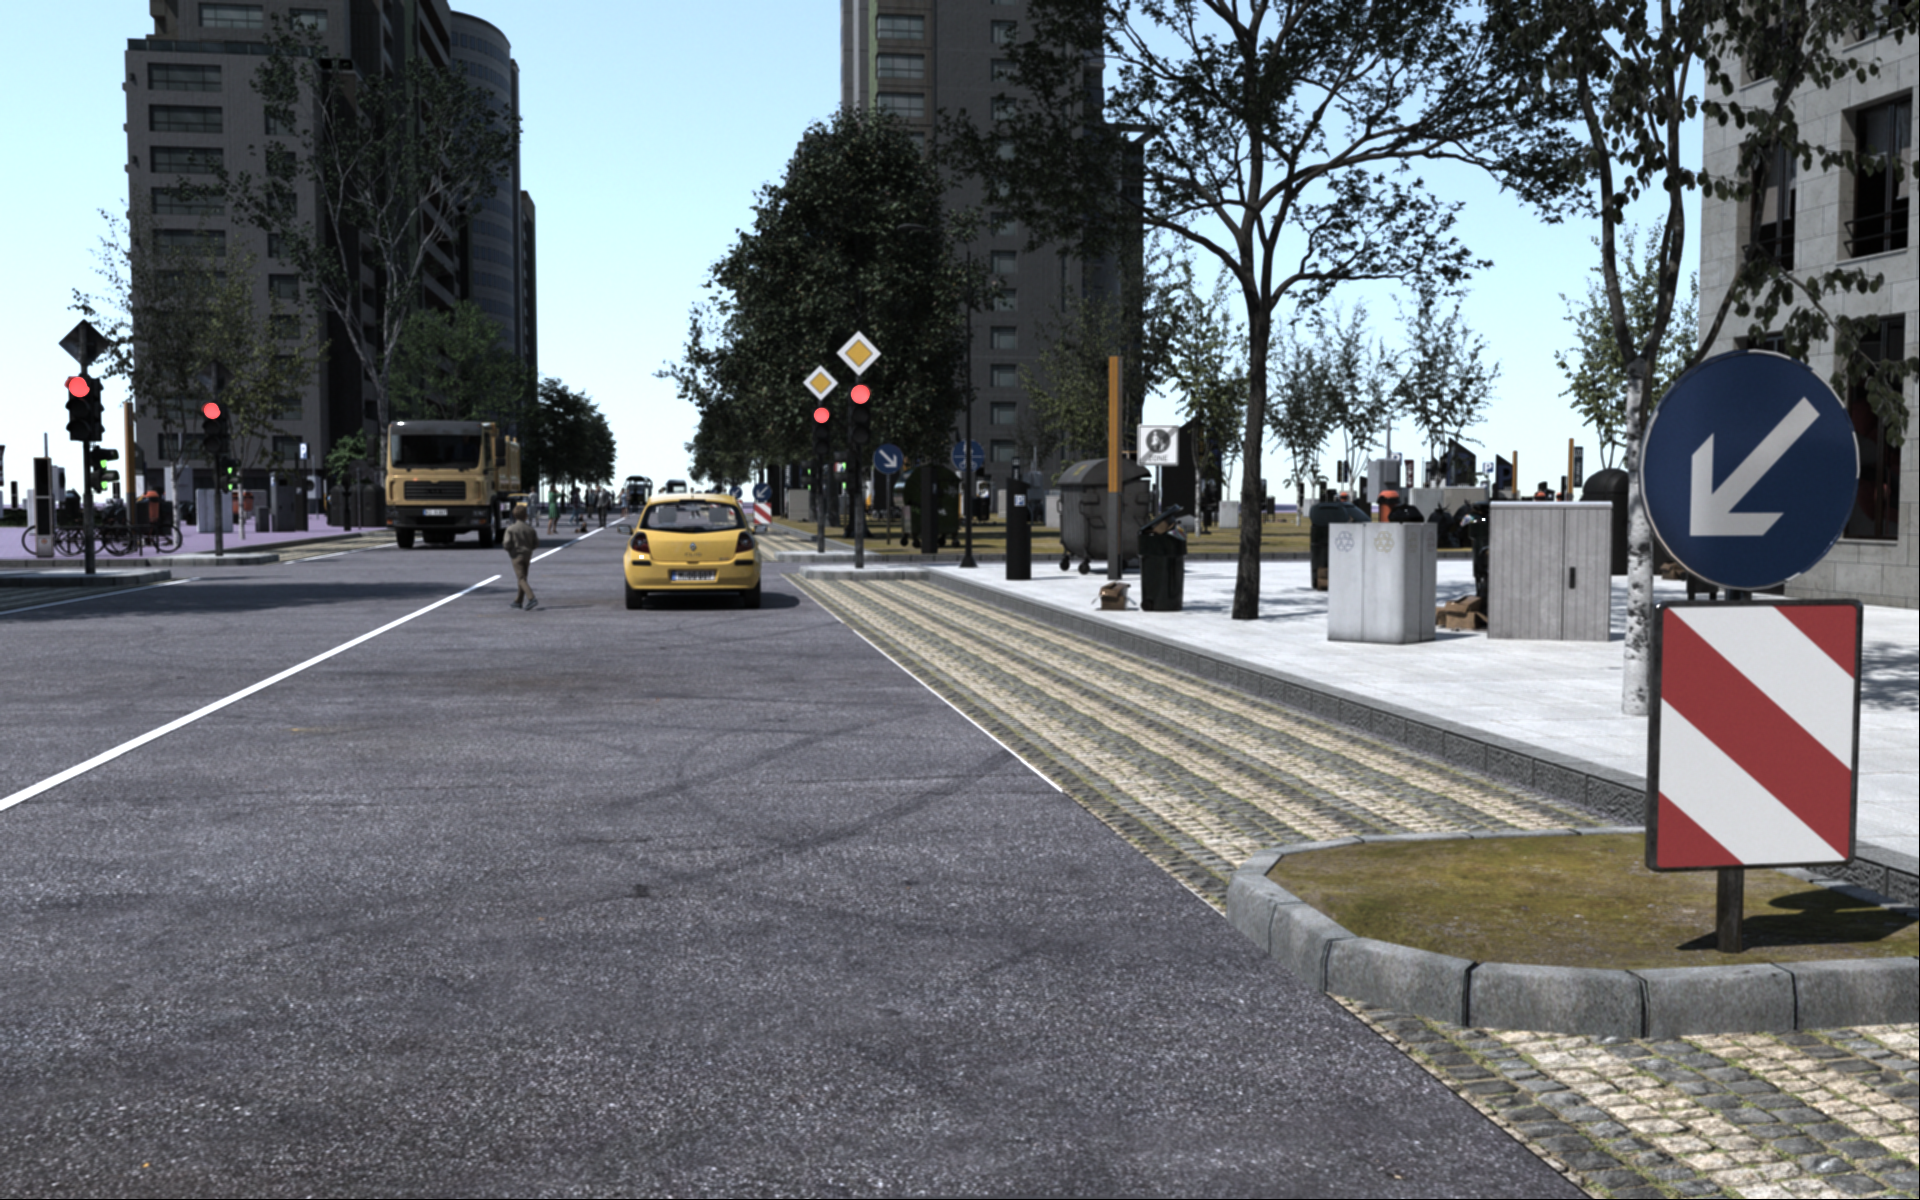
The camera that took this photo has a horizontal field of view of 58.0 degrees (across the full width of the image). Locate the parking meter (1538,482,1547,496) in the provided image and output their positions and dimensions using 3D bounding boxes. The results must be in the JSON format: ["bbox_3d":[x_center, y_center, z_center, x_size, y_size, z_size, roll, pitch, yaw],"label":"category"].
[{"bbox_3d":[27.258,-4.610,81.078,0.399,1.863,0.255,-2,4,-34],"label":"parking meter"}]

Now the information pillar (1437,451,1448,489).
[{"bbox_3d":[25.768,-6.162,92.104,0.504,3.616,0.183,1,4,23],"label":"information pillar"}]

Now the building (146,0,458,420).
[{"bbox_3d":[-54.760,-31.908,145.390,21.300,48.544,21.600,-1,4,-9],"label":"building"}]

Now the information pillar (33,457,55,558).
[{"bbox_3d":[-18.409,-1.854,34.805,0.304,2.012,0.304,-1,4,-22],"label":"information pillar"}]

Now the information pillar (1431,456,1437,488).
[{"bbox_3d":[28.295,-6.847,103.307,0.504,3.616,0.183,3,5,42],"label":"information pillar"}]

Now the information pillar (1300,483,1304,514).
[{"bbox_3d":[22.107,-6.576,112.008,0.304,2.012,0.304,0,4,8],"label":"information pillar"}]

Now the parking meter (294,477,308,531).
[{"bbox_3d":[-22.963,-3.341,60.343,0.399,1.863,0.255,1,4,12],"label":"parking meter"}]

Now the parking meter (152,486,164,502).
[{"bbox_3d":[-26.737,-3.019,57.778,0.372,1.533,0.369,0,3,0],"label":"parking meter"}]

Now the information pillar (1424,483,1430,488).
[{"bbox_3d":[31.406,-6.858,116.617,0.304,2.012,0.304,0,4,-5],"label":"information pillar"}]

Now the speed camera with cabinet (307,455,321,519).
[{"bbox_3d":[-33.417,-5.708,87.662,2.038,3.252,0.660,1,4,10],"label":"speed camera with cabinet"}]

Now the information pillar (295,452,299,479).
[{"bbox_3d":[-36.891,-6.428,96.459,0.183,3.616,0.504,0,4,-8],"label":"information pillar"}]

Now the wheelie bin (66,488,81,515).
[{"bbox_3d":[-43.427,-4.706,84.848,0.693,1.594,0.980,-2,4,-25],"label":"wheelie bin"}]

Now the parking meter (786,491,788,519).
[{"bbox_3d":[-8.714,-4.914,88.749,0.372,1.533,0.369,0,3,0],"label":"parking meter"}]

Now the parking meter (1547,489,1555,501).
[{"bbox_3d":[29.278,-4.749,86.055,0.372,1.533,0.369,0,3,0],"label":"parking meter"}]

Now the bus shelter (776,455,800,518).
[{"bbox_3d":[-8.775,-7.096,93.647,2.179,5.291,8.768,-1,4,-9],"label":"bus shelter"}]

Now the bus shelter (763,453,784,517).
[{"bbox_3d":[-10.666,-6.745,101.570,1.731,3.624,6.357,-1,4,-9],"label":"bus shelter"}]

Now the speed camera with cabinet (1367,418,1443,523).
[{"bbox_3d":[11.655,-3.118,45.316,2.038,3.252,0.660,-1,4,-22],"label":"speed camera with cabinet"}]

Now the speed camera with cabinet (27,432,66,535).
[{"bbox_3d":[-29.037,-3.713,55.050,0.660,3.252,2.038,-1,4,-11],"label":"speed camera with cabinet"}]

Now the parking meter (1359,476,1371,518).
[{"bbox_3d":[13.075,-3.063,55.795,0.399,1.863,0.255,0,4,6],"label":"parking meter"}]

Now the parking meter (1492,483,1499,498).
[{"bbox_3d":[27.983,-5.191,90.592,0.255,1.863,0.399,0,4,1],"label":"parking meter"}]

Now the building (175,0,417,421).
[{"bbox_3d":[-48.486,-27.217,128.590,14.154,41.232,14.086,-1,4,-9],"label":"building"}]

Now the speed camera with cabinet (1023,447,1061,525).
[{"bbox_3d":[3.624,-4.800,72.821,2.038,3.252,0.660,-2,4,-32],"label":"speed camera with cabinet"}]

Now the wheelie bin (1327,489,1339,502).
[{"bbox_3d":[23.921,-6.324,111.301,0.980,1.594,0.693,-1,4,-12],"label":"wheelie bin"}]

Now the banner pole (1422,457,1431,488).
[{"bbox_3d":[31.536,-7.778,117.186,0.863,3.779,0.401,0,3,0],"label":"banner pole"}]

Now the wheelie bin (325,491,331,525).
[{"bbox_3d":[-25.633,-3.860,71.019,0.693,1.594,0.980,-1,4,-14],"label":"wheelie bin"}]

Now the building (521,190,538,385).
[{"bbox_3d":[-67.965,-36.523,247.254,14.600,45.320,14.200,-1,4,-9],"label":"building"}]

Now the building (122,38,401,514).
[{"bbox_3d":[-45.578,-20.983,114.773,14.160,30.474,14.107,-1,4,-9],"label":"building"}]

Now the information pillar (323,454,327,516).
[{"bbox_3d":[-36.725,-6.657,100.193,0.183,3.616,0.504,-1,4,-14],"label":"information pillar"}]

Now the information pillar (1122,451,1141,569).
[{"bbox_3d":[2.911,-1.551,29.851,0.304,2.012,0.304,-3,4,-36],"label":"information pillar"}]

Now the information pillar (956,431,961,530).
[{"bbox_3d":[-0.058,-4.321,62.007,0.183,3.616,0.504,-1,4,-13],"label":"information pillar"}]

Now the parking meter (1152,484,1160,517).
[{"bbox_3d":[10.850,-5.512,95.834,0.399,1.863,0.255,1,4,17],"label":"parking meter"}]

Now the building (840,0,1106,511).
[{"bbox_3d":[0.634,-36.800,143.680,21.231,58.520,28.212,-1,4,-9],"label":"building"}]

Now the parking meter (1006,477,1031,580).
[{"bbox_3d":[0.877,-1.070,25.899,0.372,1.533,0.369,0,3,0],"label":"parking meter"}]

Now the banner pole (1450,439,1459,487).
[{"bbox_3d":[22.123,-5.352,77.523,0.401,3.779,0.863,3,5,41],"label":"banner pole"}]

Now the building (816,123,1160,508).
[{"bbox_3d":[1.222,-29.310,171.094,32.217,40.220,23.993,-1,4,-9],"label":"building"}]

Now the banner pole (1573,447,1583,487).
[{"bbox_3d":[28.452,-5.513,80.150,0.863,3.779,0.401,-1,4,-12],"label":"banner pole"}]

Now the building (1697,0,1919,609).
[{"bbox_3d":[16.398,-9.827,15.427,10.420,20.320,16.860,-1,4,-9],"label":"building"}]

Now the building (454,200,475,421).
[{"bbox_3d":[-54.101,-24.035,164.677,14.160,30.474,14.107,-1,4,-9],"label":"building"}]

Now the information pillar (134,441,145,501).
[{"bbox_3d":[-36.407,-5.227,76.816,0.504,3.616,0.183,1,4,13],"label":"information pillar"}]

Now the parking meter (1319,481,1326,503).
[{"bbox_3d":[16.117,-4.357,76.950,0.255,1.863,0.399,0,4,5],"label":"parking meter"}]

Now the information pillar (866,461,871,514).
[{"bbox_3d":[-5.805,-7.246,109.823,0.183,3.616,0.504,-3,5,-40],"label":"information pillar"}]

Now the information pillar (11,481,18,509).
[{"bbox_3d":[-53.464,-5.716,97.943,0.304,2.012,0.304,-1,4,-20],"label":"information pillar"}]

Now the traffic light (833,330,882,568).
[{"bbox_3d":[-1.759,-2.502,29.823,0.839,4.253,0.868,-1,4,-9],"label":"traffic light"}]

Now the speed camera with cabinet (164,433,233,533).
[{"bbox_3d":[-24.970,-3.821,56.809,0.660,3.252,2.038,3,4,37],"label":"speed camera with cabinet"}]

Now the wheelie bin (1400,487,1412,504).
[{"bbox_3d":[20.290,-4.349,79.021,0.980,1.594,0.693,0,4,-3],"label":"wheelie bin"}]

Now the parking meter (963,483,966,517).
[{"bbox_3d":[0.387,-5.471,95.155,0.255,1.863,0.399,2,4,34],"label":"parking meter"}]

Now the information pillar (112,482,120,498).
[{"bbox_3d":[-50.697,-6.092,104.101,0.304,2.012,0.304,1,4,13],"label":"information pillar"}]

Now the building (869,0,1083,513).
[{"bbox_3d":[0.407,-26.823,122.146,14.154,41.232,14.086,-1,4,-9],"label":"building"}]

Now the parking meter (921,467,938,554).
[{"bbox_3d":[-0.654,-1.929,37.247,0.255,1.863,0.399,1,4,22],"label":"parking meter"}]

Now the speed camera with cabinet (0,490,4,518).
[{"bbox_3d":[-44.307,-5.135,78.295,0.660,3.252,2.038,1,4,15],"label":"speed camera with cabinet"}]

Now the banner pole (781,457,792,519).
[{"bbox_3d":[-8.872,-5.989,87.942,0.863,3.779,0.401,2,4,29],"label":"banner pole"}]

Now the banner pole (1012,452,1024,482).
[{"bbox_3d":[3.504,-6.937,103.436,0.863,3.779,0.401,0,4,-7],"label":"banner pole"}]

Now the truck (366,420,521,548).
[{"bbox_3d":[-14.017,-3.198,48.211,3.469,3.379,9.791,-1,4,-9],"label":"truck"}]

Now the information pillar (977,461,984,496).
[{"bbox_3d":[1.313,-7.195,108.985,0.504,3.616,0.183,0,4,7],"label":"information pillar"}]

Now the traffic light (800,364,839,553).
[{"bbox_3d":[-3.049,-2.984,37.704,0.839,4.253,0.868,-1,4,-9],"label":"traffic light"}]

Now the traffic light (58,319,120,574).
[{"bbox_3d":[-14.005,-2.379,27.810,0.839,4.253,0.868,-1,4,-9],"label":"traffic light"}]

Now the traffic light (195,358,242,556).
[{"bbox_3d":[-15.295,-2.861,35.690,0.839,4.253,0.868,-1,4,-9],"label":"traffic light"}]
